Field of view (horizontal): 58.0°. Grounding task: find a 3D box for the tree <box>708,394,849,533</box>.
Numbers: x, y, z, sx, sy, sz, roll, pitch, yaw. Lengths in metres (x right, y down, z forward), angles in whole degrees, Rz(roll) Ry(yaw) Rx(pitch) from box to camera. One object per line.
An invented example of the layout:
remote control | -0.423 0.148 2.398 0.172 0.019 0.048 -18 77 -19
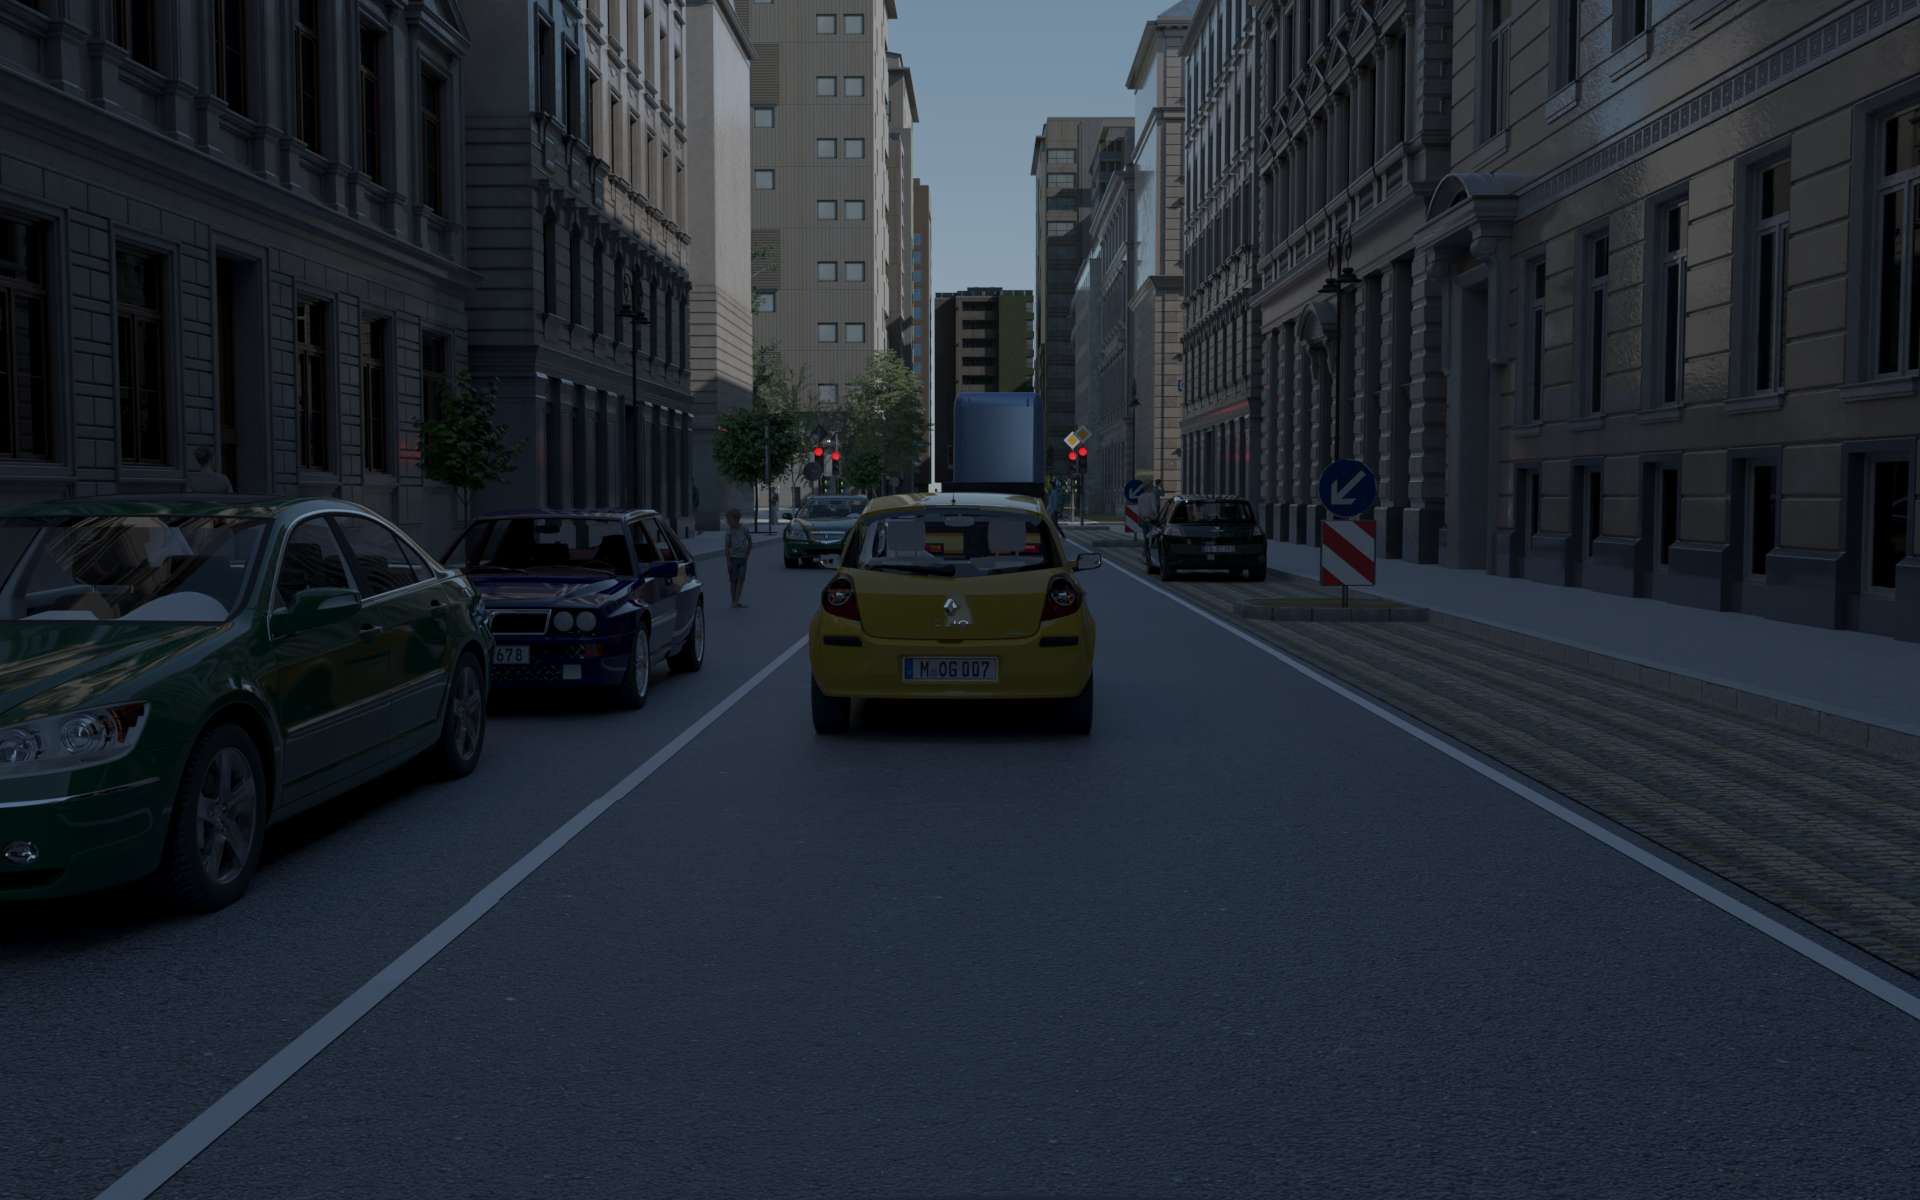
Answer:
tree | -6.759 -4.475 56.878 4.285 4.588 4.351 0 3 0

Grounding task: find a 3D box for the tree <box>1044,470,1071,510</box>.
tree | 8.061 -8.923 140.497 1.663 3.219 1.824 0 3 0

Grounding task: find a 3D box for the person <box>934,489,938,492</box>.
person | -1.787 -7.394 129.205 0.447 1.846 0.655 0 4 -4

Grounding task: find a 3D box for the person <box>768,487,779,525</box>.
person | -8.126 -4.046 75.196 0.519 1.759 0.362 2 4 29

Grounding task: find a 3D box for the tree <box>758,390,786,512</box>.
tree | -14.421 -10.593 123.551 4.360 8.622 3.978 0 3 0

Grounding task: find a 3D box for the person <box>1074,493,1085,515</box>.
person | 7.254 -6.103 105.926 0.767 1.812 0.694 2 4 26

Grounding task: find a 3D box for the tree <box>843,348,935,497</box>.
tree | -5.569 -13.262 134.965 7.486 12.596 7.792 0 3 0

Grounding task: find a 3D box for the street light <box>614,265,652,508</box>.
street light | -6.605 -3.815 35.170 0.468 5.910 1.993 0 4 1

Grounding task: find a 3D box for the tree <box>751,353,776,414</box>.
tree | -14.890 -10.257 102.116 8.767 10.594 7.601 0 4 7

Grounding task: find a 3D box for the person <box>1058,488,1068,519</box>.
person | 5.816 -5.463 97.991 0.590 1.801 0.661 -1 4 -23

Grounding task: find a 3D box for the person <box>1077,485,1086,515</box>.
person | 7.259 -6.001 104.115 0.822 1.834 0.622 -3 5 -39

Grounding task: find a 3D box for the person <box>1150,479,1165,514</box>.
person | 6.827 -3.292 60.050 0.473 1.802 0.592 -1 4 -9

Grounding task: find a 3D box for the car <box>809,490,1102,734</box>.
car | -0.011 -0.096 11.786 2.015 1.641 3.980 0 4 1

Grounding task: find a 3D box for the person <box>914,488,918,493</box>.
person | -2.327 -5.330 95.913 0.573 1.790 0.520 -3 4 -38

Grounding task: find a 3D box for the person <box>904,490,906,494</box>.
person | -5.761 -10.489 178.248 0.721 1.735 1.217 -1 4 -12

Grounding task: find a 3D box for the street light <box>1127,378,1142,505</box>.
street light | 6.951 -5.900 69.258 0.468 5.910 1.993 0 4 1

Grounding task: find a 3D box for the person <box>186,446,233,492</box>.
person | -7.787 -0.715 18.079 0.599 1.781 0.374 -3 4 -38

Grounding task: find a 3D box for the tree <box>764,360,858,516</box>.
tree | -8.941 -8.860 95.220 4.737 8.622 4.395 0 3 0

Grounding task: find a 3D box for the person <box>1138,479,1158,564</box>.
person | 3.818 -1.590 35.167 0.731 1.740 0.598 3 5 40

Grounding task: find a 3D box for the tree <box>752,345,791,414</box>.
tree | -18.848 -14.673 146.561 9.857 13.997 8.962 0 3 0

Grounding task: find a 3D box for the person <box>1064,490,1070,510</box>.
person | 8.429 -7.974 136.668 0.600 1.795 0.529 -1 4 -18

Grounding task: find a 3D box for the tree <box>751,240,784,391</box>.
tree | -17.636 -15.707 112.694 12.611 20.169 13.585 0 3 0

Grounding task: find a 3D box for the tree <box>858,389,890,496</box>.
tree | -6.672 -10.428 120.854 4.737 8.622 4.395 0 3 0

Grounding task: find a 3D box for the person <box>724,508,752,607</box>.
person | -2.810 -0.537 21.971 0.332 1.250 0.352 1 4 22

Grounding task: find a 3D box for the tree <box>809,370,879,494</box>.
tree | -6.791 -9.205 100.863 4.360 8.622 3.978 0 3 0

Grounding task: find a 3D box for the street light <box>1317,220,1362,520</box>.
street light | 6.451 -3.474 29.585 0.468 5.910 1.993 0 4 1

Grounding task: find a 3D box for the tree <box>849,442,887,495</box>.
tree | -6.093 -7.622 108.337 4.285 4.588 4.351 0 3 0

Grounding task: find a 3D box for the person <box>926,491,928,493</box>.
person | -3.920 -12.717 214.784 0.721 1.723 1.217 2 4 26

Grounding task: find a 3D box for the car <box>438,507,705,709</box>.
car | -2.963 -0.010 12.751 1.945 1.354 3.894 0 4 0

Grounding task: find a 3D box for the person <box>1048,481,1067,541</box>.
person | 2.910 -2.674 52.241 0.620 1.820 0.660 0 4 -4

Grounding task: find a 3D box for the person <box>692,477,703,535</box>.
person | -8.282 -2.911 53.617 0.713 1.824 0.794 -2 4 -30

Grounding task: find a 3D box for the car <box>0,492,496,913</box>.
car | -3.413 0.266 7.449 2.131 1.459 4.920 0 4 1

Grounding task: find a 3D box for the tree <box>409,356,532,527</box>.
tree | -6.848 -1.824 24.420 1.663 3.219 1.824 0 3 0

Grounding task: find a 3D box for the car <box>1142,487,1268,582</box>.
car | 4.161 -1.213 29.618 2.009 1.686 4.222 0 4 1

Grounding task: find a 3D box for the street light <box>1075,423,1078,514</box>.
street light | 7.569 -8.557 112.699 0.468 5.910 1.993 0 4 1
